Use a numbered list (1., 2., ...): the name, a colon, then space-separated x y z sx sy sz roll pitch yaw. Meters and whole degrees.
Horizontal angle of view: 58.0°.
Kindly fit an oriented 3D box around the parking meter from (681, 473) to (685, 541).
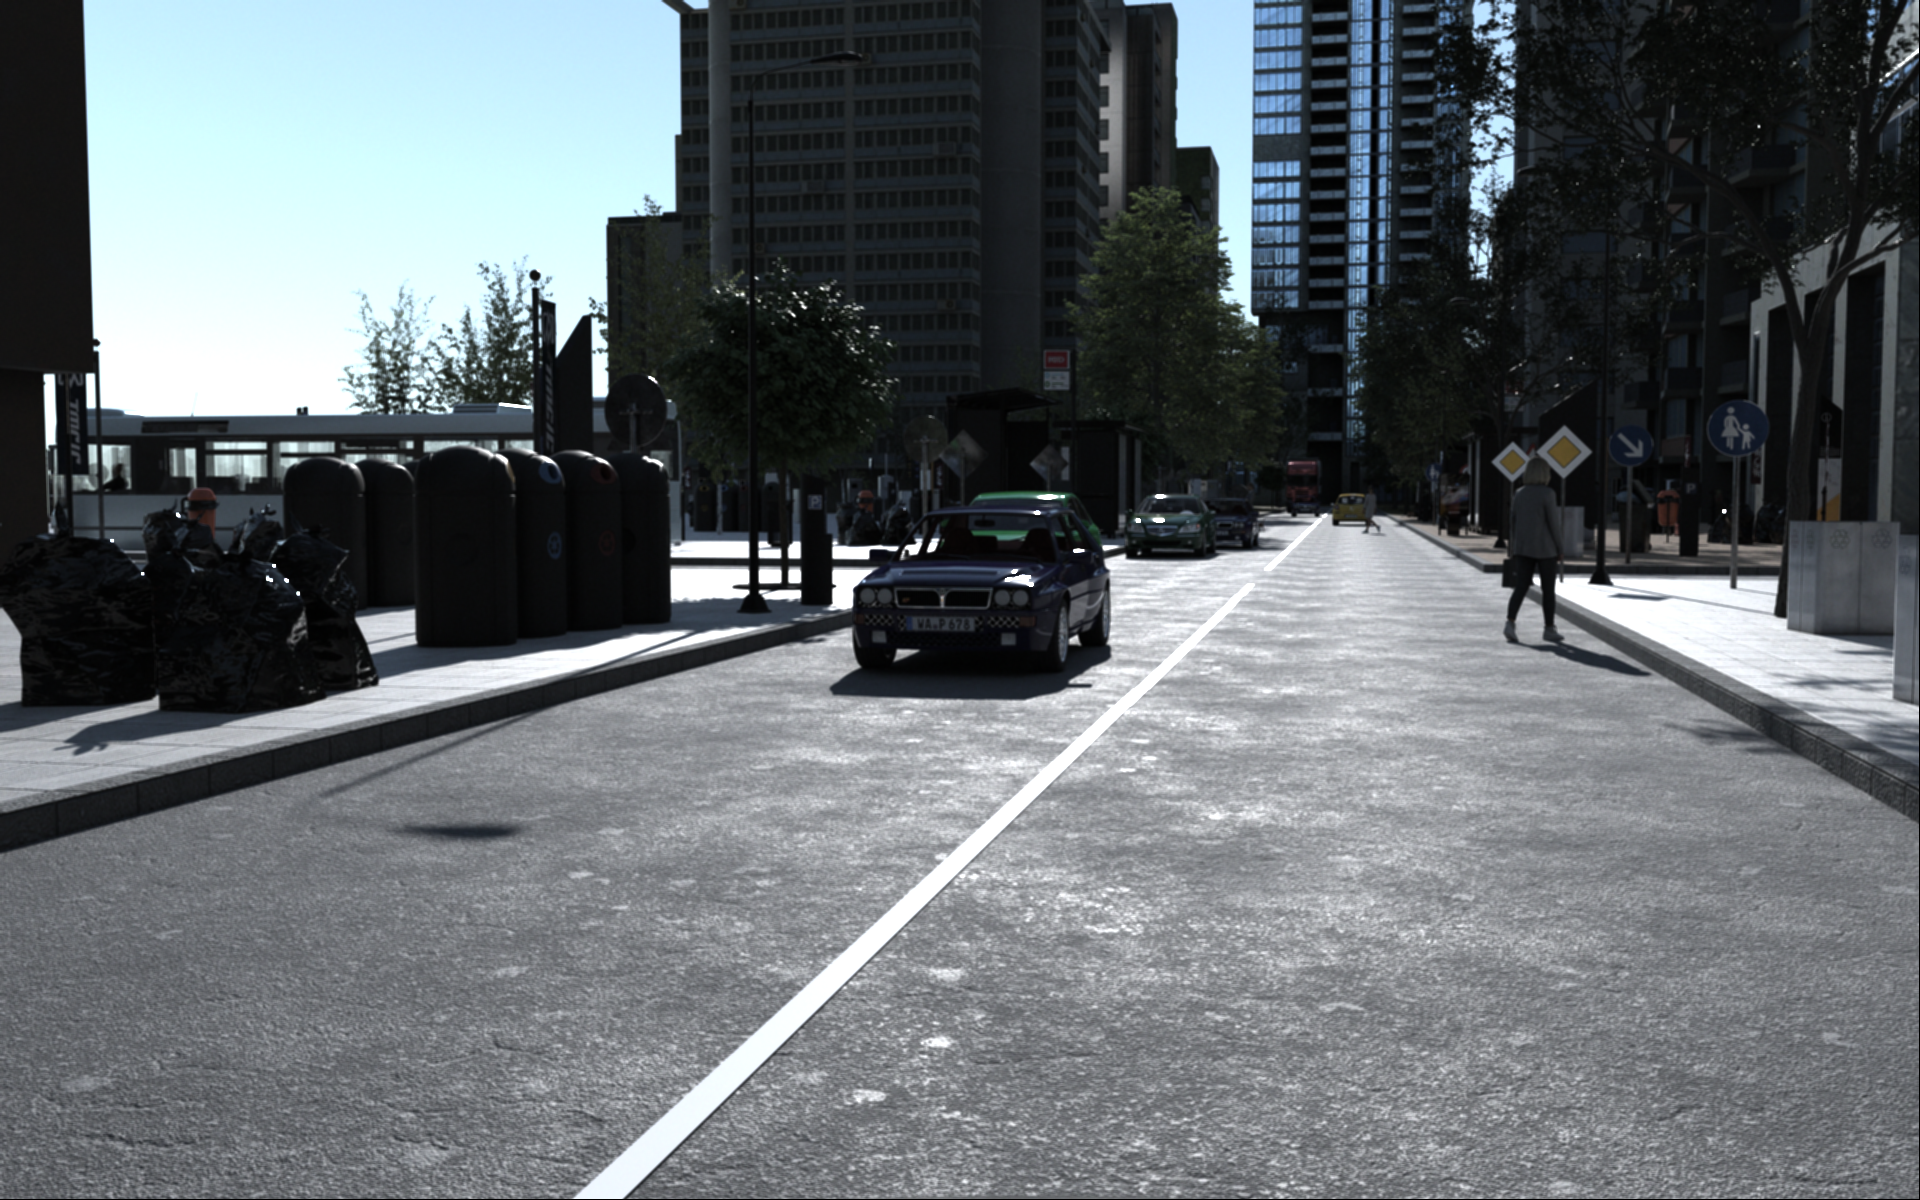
1. parking meter: -7.729 -2.573 47.776 0.255 1.863 0.399 -1 4 -10

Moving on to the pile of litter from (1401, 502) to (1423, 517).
1. pile of litter: 25.286 -5.018 96.009 1.719 0.858 1.176 1 4 12

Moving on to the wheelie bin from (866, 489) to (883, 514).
1. wheelie bin: -5.158 -6.181 108.966 0.980 1.594 0.693 -2 4 -24

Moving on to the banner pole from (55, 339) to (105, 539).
1. banner pole: -14.083 -2.314 27.843 0.863 3.779 0.401 -3 5 -39

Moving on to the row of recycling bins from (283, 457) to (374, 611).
1. row of recycling bins: -6.623 -0.815 20.436 1.069 1.692 3.534 1 4 15

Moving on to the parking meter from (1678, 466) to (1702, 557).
1. parking meter: 15.036 -1.830 35.629 0.399 1.863 0.255 1 4 22

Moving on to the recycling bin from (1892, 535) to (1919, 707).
1. recycling bin: 6.161 0.127 10.472 0.722 1.027 0.722 0 4 8

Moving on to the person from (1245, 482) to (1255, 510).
1. person: 8.886 -2.753 53.779 0.573 1.790 0.520 -1 4 -9

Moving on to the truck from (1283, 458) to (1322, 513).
1. truck: 26.879 -8.954 135.315 2.839 4.237 11.283 1 4 13

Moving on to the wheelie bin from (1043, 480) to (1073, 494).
1. wheelie bin: 2.176 -1.918 39.271 0.980 1.594 0.693 0 4 -7

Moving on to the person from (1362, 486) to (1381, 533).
1. person: 14.977 -3.289 63.033 0.760 1.731 0.466 2 4 34

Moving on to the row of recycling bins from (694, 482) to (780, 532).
1. row of recycling bins: -7.548 -3.180 59.112 3.534 1.692 1.069 2 4 25

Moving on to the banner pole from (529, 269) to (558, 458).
1. banner pole: -4.707 -1.812 19.644 0.401 3.779 0.863 0 4 8

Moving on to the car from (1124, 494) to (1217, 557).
1. car: 5.013 -1.777 40.859 2.131 1.459 4.920 1 4 13

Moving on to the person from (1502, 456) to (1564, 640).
1. person: 5.577 -0.509 17.007 0.728 1.800 0.709 -2 4 -32

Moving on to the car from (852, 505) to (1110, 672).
1. car: 0.275 -0.166 15.287 1.945 1.354 3.894 1 4 13

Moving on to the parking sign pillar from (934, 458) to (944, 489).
1. parking sign pillar: -1.473 -6.938 101.914 1.447 3.967 1.447 0 4 -6

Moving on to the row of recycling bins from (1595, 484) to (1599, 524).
1. row of recycling bins: 25.952 -4.112 74.342 3.534 1.692 1.069 0 4 -6

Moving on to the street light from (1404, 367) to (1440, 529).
1. street light: 17.090 -5.543 63.170 1.470 5.913 1.316 1 4 13

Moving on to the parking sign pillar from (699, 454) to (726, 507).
1. parking sign pillar: -12.068 -5.873 84.488 1.447 3.967 1.447 0 4 -7

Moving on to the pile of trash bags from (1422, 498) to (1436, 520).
1. pile of trash bags: 24.375 -4.741 87.275 1.912 1.369 3.447 2 4 25

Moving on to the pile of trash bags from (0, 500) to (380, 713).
1. pile of trash bags: -5.526 -0.096 11.317 3.447 1.369 1.912 1 4 17

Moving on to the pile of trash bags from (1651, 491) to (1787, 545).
1. pile of trash bags: 19.896 -2.154 44.963 3.447 1.369 1.912 1 4 20

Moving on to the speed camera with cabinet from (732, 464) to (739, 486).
1. speed camera with cabinet: -14.671 -6.872 106.686 2.038 3.252 0.660 0 4 2

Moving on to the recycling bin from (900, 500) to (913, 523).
1. recycling bin: -2.365 -4.017 78.238 0.722 1.027 0.722 0 4 -2

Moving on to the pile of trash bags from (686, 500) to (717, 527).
1. pile of trash bags: -10.264 -3.611 68.790 3.447 1.369 1.912 2 4 30

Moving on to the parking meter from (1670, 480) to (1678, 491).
1. parking meter: 28.692 -3.902 69.512 0.399 1.863 0.255 -2 4 -30

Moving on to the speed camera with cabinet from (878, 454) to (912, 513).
1. speed camera with cabinet: -2.967 -5.550 85.083 2.038 3.252 0.660 -1 4 -14

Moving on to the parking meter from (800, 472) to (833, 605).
1. parking meter: -1.663 -0.714 20.080 0.372 1.533 0.369 0 3 0

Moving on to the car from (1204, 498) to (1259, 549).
1. car: 7.103 -2.086 46.687 1.945 1.354 3.894 1 4 13

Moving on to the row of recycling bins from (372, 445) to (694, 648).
1. row of recycling bins: -3.818 -0.547 16.060 1.069 1.692 3.534 1 4 19

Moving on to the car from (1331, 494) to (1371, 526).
1. car: 18.181 -4.284 80.267 2.015 1.641 3.980 1 4 14

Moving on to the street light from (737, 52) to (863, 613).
1. street light: -1.705 -2.810 18.482 1.470 5.913 1.316 1 4 13

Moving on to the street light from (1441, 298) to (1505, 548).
1. street light: 12.316 -4.194 41.116 1.470 5.913 1.316 1 4 13

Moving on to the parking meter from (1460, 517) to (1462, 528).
1. parking meter: 18.562 -3.607 64.680 0.399 1.863 0.255 2 4 32

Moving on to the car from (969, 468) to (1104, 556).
1. car: 0.836 -0.873 23.068 1.959 1.807 4.718 1 4 12

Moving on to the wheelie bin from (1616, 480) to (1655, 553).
1. wheelie bin: 14.797 -1.841 38.002 0.693 1.594 0.980 2 4 35

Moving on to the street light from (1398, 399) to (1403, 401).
1. street light: 21.927 -6.844 84.442 1.470 5.913 1.316 1 4 13

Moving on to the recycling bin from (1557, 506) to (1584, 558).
1. recycling bin: 12.173 -1.374 35.019 0.722 1.027 0.722 2 4 31

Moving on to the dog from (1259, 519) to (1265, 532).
1. dog: 11.420 -2.869 66.192 0.540 0.507 0.406 1 4 21

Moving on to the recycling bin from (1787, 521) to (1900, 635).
1. recycling bin: 8.174 -0.214 16.051 0.722 1.027 0.722 0 4 4

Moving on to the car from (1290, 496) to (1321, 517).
1. car: 22.109 -6.005 110.760 1.945 1.354 3.894 1 4 12

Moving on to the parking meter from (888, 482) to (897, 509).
1. parking meter: -3.258 -4.756 83.471 0.399 1.863 0.255 -2 4 -27

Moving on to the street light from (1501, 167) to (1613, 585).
1. street light: 8.607 -3.187 24.652 1.470 5.913 1.316 1 4 13

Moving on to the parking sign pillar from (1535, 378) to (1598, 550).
1. parking sign pillar: 14.128 -3.178 40.426 1.447 3.967 1.447 0 4 6

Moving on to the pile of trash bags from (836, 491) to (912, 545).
1. pile of trash bags: -2.276 -2.147 44.858 1.912 1.369 3.447 -1 4 -11

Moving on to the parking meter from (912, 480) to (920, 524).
1. parking meter: -1.776 -4.049 71.905 0.399 1.863 0.255 2 4 25

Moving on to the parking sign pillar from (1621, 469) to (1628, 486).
1. parking sign pillar: 39.202 -6.872 100.825 1.447 3.967 1.447 1 4 9

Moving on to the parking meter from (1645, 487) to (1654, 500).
1. parking meter: 26.321 -3.534 66.186 0.372 1.533 0.369 0 3 0

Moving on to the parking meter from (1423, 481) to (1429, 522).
1. parking meter: 21.412 -4.517 79.570 0.255 1.863 0.399 1 4 19
